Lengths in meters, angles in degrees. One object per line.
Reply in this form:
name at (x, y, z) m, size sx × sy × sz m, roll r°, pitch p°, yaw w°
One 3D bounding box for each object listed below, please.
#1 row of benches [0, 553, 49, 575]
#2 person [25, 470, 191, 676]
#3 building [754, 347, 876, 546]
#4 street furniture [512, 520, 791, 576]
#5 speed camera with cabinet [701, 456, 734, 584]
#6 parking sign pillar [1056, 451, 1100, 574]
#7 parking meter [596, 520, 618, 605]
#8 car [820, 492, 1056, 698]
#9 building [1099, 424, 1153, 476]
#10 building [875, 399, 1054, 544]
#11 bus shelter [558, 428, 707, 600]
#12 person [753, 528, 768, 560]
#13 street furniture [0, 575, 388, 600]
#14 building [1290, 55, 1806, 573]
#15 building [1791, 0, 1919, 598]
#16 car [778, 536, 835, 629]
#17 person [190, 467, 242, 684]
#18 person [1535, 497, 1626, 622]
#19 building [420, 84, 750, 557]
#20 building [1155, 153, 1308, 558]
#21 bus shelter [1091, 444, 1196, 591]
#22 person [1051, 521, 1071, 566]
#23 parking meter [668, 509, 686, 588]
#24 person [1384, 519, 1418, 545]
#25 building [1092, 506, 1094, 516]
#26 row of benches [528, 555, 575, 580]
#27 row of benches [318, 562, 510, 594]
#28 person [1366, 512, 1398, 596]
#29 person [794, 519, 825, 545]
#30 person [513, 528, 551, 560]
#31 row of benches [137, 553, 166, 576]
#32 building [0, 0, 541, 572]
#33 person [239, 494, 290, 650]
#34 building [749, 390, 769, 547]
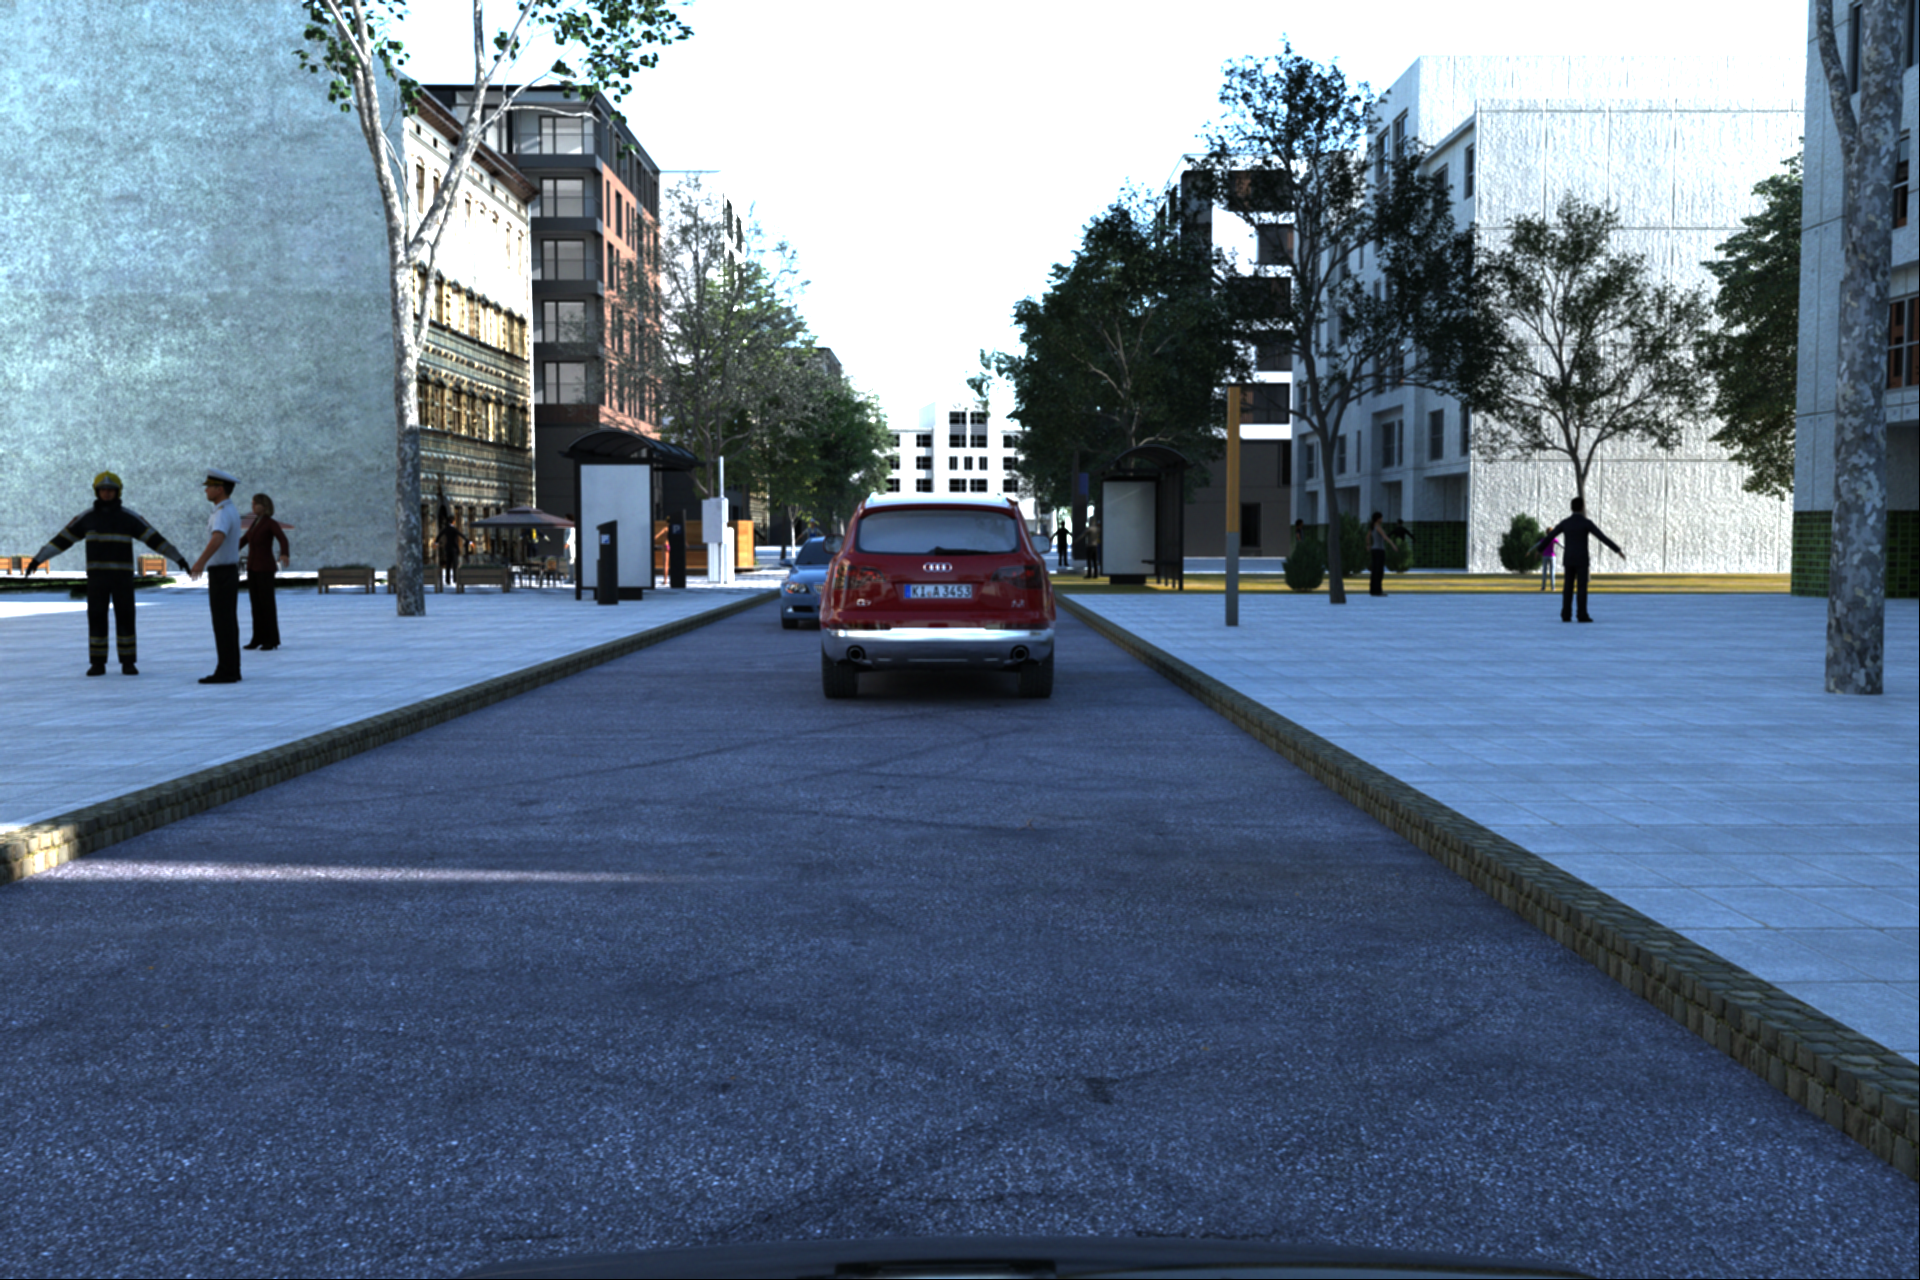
row of benches at (-30.136, -2.337, 53.668) m, size 1.422 × 0.672 × 4.104 m, roll 1°, pitch 4°, yaw 18°
person at (-7.731, -0.611, 15.755) m, size 1.351 × 1.858 × 0.704 m, roll -1°, pitch 4°, yaw -23°
building at (-24.701, -22.113, 205.520) m, size 27.936 × 21.610 × 32.646 m, roll 0°, pitch 3°, yaw 0°
street furniture at (-10.457, -3.110, 57.700) m, size 11.010 × 1.723 × 9.812 m, roll 0°, pitch 4°, yaw 8°
speed camera with cabinet at (-6.284, -3.091, 44.880) m, size 0.660 × 3.252 × 2.038 m, roll 0°, pitch 4°, yaw -1°
parking sign pillar at (3.821, -4.105, 55.595) m, size 1.447 × 3.967 × 1.447 m, roll 0°, pitch 4°, yaw 0°
parking meter at (-6.422, -1.414, 31.533) m, size 0.372 × 1.533 × 0.369 m, roll 0°, pitch 3°, yaw 0°
car at (-0.217, -0.490, 16.684) m, size 2.281 × 1.827 × 5.304 m, roll 0°, pitch 4°, yaw -1°
building at (24.296, -21.172, 177.090) m, size 19.493 × 23.208 × 18.063 m, roll 0°, pitch 3°, yaw 0°
building at (-4.537, -22.337, 234.129) m, size 31.486 × 18.905 × 16.747 m, roll -1°, pitch 4°, yaw -10°
bus shelter at (-6.682, -2.575, 36.021) m, size 2.014 × 3.302 × 5.546 m, roll 0°, pitch 4°, yaw 1°
person at (-8.290, -3.825, 68.756) m, size 1.346 × 1.802 × 0.704 m, roll -2°, pitch 4°, yaw -28°
street furniture at (-29.097, -2.224, 41.388) m, size 27.439 × 1.986 × 14.083 m, roll 1°, pitch 4°, yaw 9°
building at (25.323, -12.617, 72.742) m, size 16.747 × 18.905 × 31.486 m, roll 0°, pitch 3°, yaw 0°
building at (25.746, -9.384, 19.889) m, size 16.747 × 18.905 × 31.486 m, roll 0°, pitch 3°, yaw 0°
car at (-1.853, -0.962, 27.728) m, size 2.014 × 1.417 × 4.499 m, roll 0°, pitch 4°, yaw -1°
person at (-6.409, -0.563, 14.996) m, size 0.704 × 1.855 × 1.343 m, roll -1°, pitch 4°, yaw -13°
person at (9.005, -1.176, 25.270) m, size 1.345 × 1.823 × 0.704 m, roll 3°, pitch 5°, yaw 42°
building at (-27.292, -15.370, 95.280) m, size 27.936 × 21.610 × 32.646 m, roll 0°, pitch 4°, yaw -1°
building at (25.933, -16.245, 109.575) m, size 27.936 × 21.610 × 32.646 m, roll 0°, pitch 3°, yaw 0°
bus shelter at (4.336, -2.924, 41.725) m, size 2.014 × 3.302 × 5.546 m, roll 0°, pitch 4°, yaw 1°
person at (4.137, -3.853, 69.182) m, size 1.347 × 1.806 × 0.705 m, roll 2°, pitch 4°, yaw 32°
parking meter at (-6.715, -2.163, 41.071) m, size 0.399 × 1.863 × 0.255 m, roll 0°, pitch 4°, yaw -1°
person at (16.038, -3.502, 63.194) m, size 1.347 × 1.837 × 0.705 m, roll 0°, pitch 4°, yaw 2°
building at (21.069, -15.956, 203.032) m, size 9.099 × 9.664 × 28.070 m, roll 0°, pitch 4°, yaw 0°
row of benches at (-10.835, -2.026, 48.588) m, size 4.104 × 0.672 × 1.422 m, roll 3°, pitch 5°, yaw 45°
row of benches at (-11.742, -1.355, 37.621) m, size 4.104 × 0.672 × 1.422 m, roll 0°, pitch 4°, yaw -7°
person at (8.722, -1.778, 35.875) m, size 0.721 × 1.737 × 1.217 m, roll -1°, pitch 4°, yaw -15°
person at (-5.376, -3.503, 63.135) m, size 1.347 × 1.847 × 0.705 m, roll -1°, pitch 4°, yaw -10°
person at (-15.624, -3.518, 63.295) m, size 1.354 × 1.856 × 0.705 m, roll -2°, pitch 4°, yaw -25°
row of benches at (-25.132, -2.346, 53.822) m, size 1.422 × 0.672 × 4.104 m, roll -2°, pitch 4°, yaw -27°
building at (-28.036, -14.454, 67.258) m, size 19.493 × 23.208 × 18.063 m, roll 0°, pitch 4°, yaw -1°
person at (-7.782, -0.755, 19.146) m, size 1.215 × 1.729 × 0.721 m, roll 2°, pitch 4°, yaw 35°
building at (-29.809, -21.087, 175.699) m, size 19.493 × 23.208 × 18.063 m, roll 0°, pitch 4°, yaw 0°
